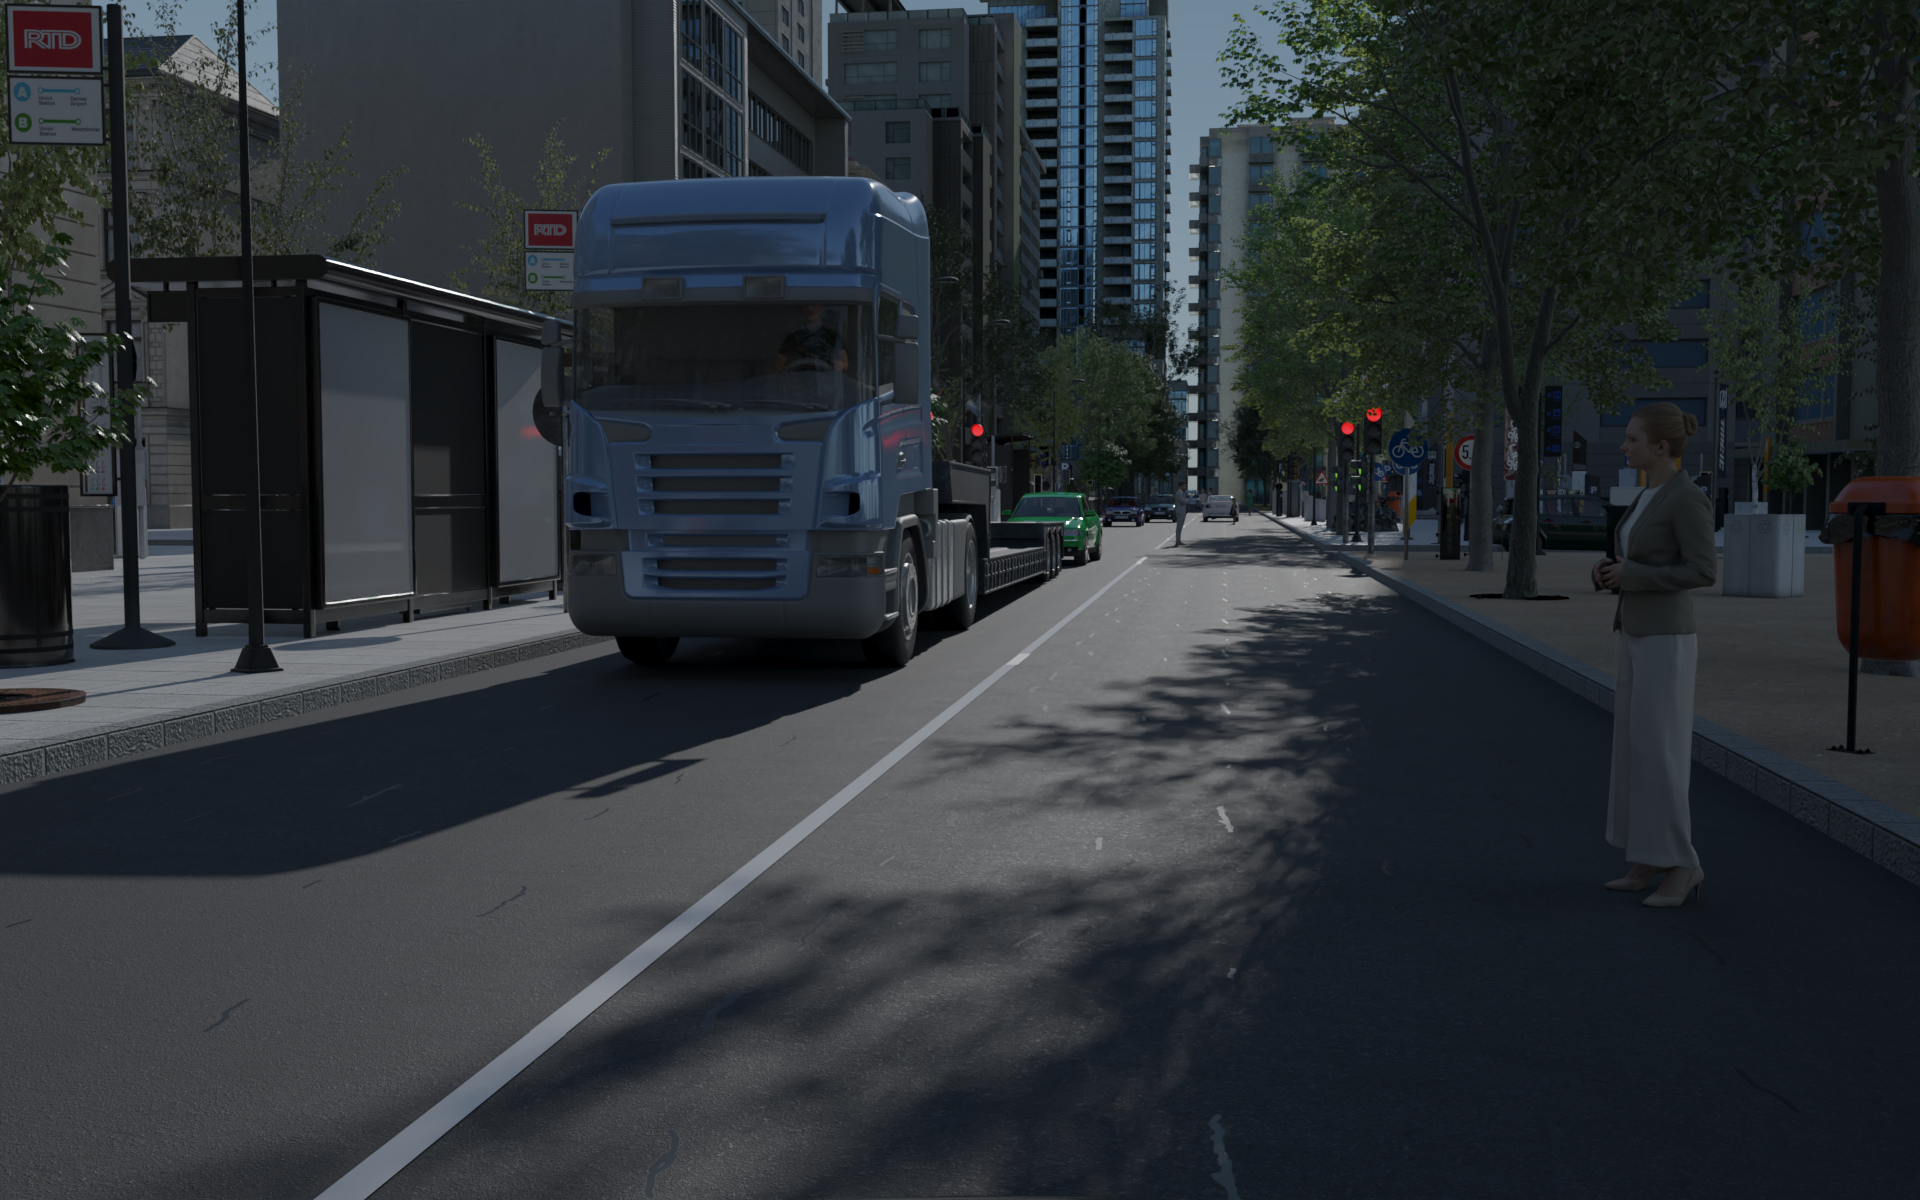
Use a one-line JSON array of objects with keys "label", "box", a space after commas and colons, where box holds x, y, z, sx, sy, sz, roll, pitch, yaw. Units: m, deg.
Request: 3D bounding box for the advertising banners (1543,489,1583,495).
[{"label": "advertising banners", "box": [18.320, -3.514, 53.646, 2.074, 3.025, 0.090, -1, 4, -9]}]

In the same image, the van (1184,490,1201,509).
[{"label": "van", "box": [22.131, -9.678, 165.246, 2.013, 2.044, 4.112, 0, 4, 7]}]

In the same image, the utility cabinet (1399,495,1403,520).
[{"label": "utility cabinet", "box": [21.675, -4.522, 85.093, 1.020, 1.237, 0.306, 0, 4, 3]}]

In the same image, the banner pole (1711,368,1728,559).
[{"label": "banner pole", "box": [15.136, -2.724, 34.550, 0.401, 3.779, 0.863, 3, 5, 43]}]

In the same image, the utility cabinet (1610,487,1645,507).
[{"label": "utility cabinet", "box": [20.415, -2.694, 52.733, 1.173, 1.500, 0.318, 1, 4, 15]}]

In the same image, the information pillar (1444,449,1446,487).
[{"label": "information pillar", "box": [25.245, -6.020, 89.788, 0.504, 3.616, 0.183, -3, 5, -44]}]

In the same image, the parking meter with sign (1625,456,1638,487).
[{"label": "parking meter with sign", "box": [26.982, -4.489, 69.652, 0.543, 3.016, 1.738, 1, 4, 22]}]

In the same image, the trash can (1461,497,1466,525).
[{"label": "trash can", "box": [20.867, -3.739, 72.782, 0.748, 1.137, 0.748, 0, 3, 0]}]

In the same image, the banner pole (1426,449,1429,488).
[{"label": "banner pole", "box": [23.189, -5.782, 84.551, 0.863, 3.779, 0.401, 1, 4, 13]}]

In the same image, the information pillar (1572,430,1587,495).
[{"label": "information pillar", "box": [22.468, -4.375, 62.883, 0.504, 3.616, 0.183, 1, 4, 23]}]

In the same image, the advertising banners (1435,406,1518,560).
[{"label": "advertising banners", "box": [10.217, -2.306, 33.897, 2.074, 3.025, 0.090, -1, 4, -21]}]

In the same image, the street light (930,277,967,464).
[{"label": "street light", "box": [-0.725, -3.960, 37.279, 1.470, 5.913, 1.316, 1, 4, 9]}]

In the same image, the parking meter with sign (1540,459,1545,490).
[{"label": "parking meter with sign", "box": [28.695, -5.501, 86.194, 0.543, 3.016, 1.738, 2, 4, 24]}]

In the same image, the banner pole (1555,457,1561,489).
[{"label": "banner pole", "box": [26.457, -5.298, 76.634, 0.401, 3.779, 0.863, 3, 4, 36]}]

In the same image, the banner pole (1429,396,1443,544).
[{"label": "banner pole", "box": [12.346, -3.333, 44.511, 0.401, 3.779, 0.863, 1, 4, 16]}]

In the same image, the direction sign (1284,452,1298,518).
[{"label": "direction sign", "box": [17.758, -6.217, 93.649, 0.379, 3.537, 0.876, -1, 4, -17]}]

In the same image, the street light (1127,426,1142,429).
[{"label": "street light", "box": [11.766, -8.954, 118.941, 1.470, 5.913, 1.316, 1, 4, 9]}]

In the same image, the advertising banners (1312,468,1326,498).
[{"label": "advertising banners", "box": [23.586, -7.194, 113.807, 0.090, 3.025, 2.074, -1, 4, -13]}]

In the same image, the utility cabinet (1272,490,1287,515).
[{"label": "utility cabinet", "box": [19.878, -6.011, 106.964, 1.173, 1.500, 0.318, 3, 5, 42]}]

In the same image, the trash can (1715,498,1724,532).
[{"label": "trash can", "box": [25.372, -2.864, 58.472, 0.748, 1.137, 0.748, 0, 3, 0]}]

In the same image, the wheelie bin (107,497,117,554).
[{"label": "wheelie bin", "box": [-18.297, -1.766, 36.784, 0.980, 1.594, 0.693, -1, 4, -10]}]

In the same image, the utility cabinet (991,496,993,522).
[{"label": "utility cabinet", "box": [0.447, -2.504, 52.101, 1.020, 1.237, 0.306, 1, 4, 19]}]

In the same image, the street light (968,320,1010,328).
[{"label": "street light", "box": [0.636, -4.515, 46.358, 1.470, 5.913, 1.316, 1, 4, 9]}]

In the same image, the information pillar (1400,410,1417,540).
[{"label": "information pillar", "box": [12.621, -3.501, 48.601, 0.504, 3.616, 0.183, -3, 4, -36]}]

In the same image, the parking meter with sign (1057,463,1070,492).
[{"label": "parking meter with sign", "box": [5.569, -6.063, 95.387, 0.543, 3.016, 1.738, 1, 4, 19]}]

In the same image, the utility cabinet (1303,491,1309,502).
[{"label": "utility cabinet", "box": [22.765, -6.447, 114.084, 0.318, 1.500, 1.173, 0, 4, 5]}]

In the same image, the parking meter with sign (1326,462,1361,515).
[{"label": "parking meter with sign", "box": [20.368, -5.825, 91.496, 1.738, 3.016, 0.543, 0, 4, -6]}]

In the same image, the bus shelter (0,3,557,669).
[{"label": "bus shelter", "box": [-6.328, -2.395, 16.788, 2.179, 5.291, 8.768, 1, 4, 9]}]

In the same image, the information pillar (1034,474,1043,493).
[{"label": "information pillar", "box": [2.885, -3.637, 63.955, 0.304, 2.012, 0.304, 0, 4, 6]}]

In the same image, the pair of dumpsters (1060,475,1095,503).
[{"label": "pair of dumpsters", "box": [5.833, -5.129, 86.345, 1.574, 2.255, 4.437, 1, 4, 9]}]

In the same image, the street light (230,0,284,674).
[{"label": "street light", "box": [-4.555, -2.430, 12.271, 1.470, 5.913, 1.316, 1, 4, 9]}]

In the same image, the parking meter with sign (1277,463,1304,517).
[{"label": "parking meter with sign", "box": [18.732, -6.176, 97.232, 1.738, 3.016, 0.543, 2, 4, 27]}]

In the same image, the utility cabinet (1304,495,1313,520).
[{"label": "utility cabinet", "box": [16.922, -4.454, 83.983, 0.306, 1.237, 1.020, 0, 4, 2]}]

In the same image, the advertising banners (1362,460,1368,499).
[{"label": "advertising banners", "box": [20.646, -5.632, 88.275, 0.090, 3.025, 2.074, 1, 4, 20]}]

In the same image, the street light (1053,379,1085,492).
[{"label": "street light", "box": [4.359, -5.985, 70.401, 1.470, 5.913, 1.316, 1, 4, 9]}]

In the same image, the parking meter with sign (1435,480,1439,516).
[{"label": "parking meter with sign", "box": [25.072, -5.858, 92.039, 0.543, 3.016, 1.738, -2, 4, -25]}]

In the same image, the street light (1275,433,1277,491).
[{"label": "street light", "box": [17.661, -7.508, 95.296, 1.470, 5.913, 1.316, 1, 4, 9]}]

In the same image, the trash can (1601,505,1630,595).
[{"label": "trash can", "box": [8.574, -0.641, 22.128, 0.748, 1.137, 0.748, 0, 3, 0]}]

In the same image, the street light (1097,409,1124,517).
[{"label": "street light", "box": [8.148, -7.483, 94.882, 1.470, 5.913, 1.316, 1, 4, 9]}]

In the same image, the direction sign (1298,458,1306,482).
[{"label": "direction sign", "box": [21.249, -7.132, 108.606, 0.876, 3.537, 0.379, 2, 4, 27]}]

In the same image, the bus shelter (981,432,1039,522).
[{"label": "bus shelter", "box": [1.963, -4.761, 69.130, 1.731, 3.624, 6.357, 1, 4, 9]}]

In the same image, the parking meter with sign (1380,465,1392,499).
[{"label": "parking meter with sign", "box": [25.727, -6.642, 104.854, 0.543, 3.016, 1.738, 0, 4, 6]}]

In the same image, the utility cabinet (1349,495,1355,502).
[{"label": "utility cabinet", "box": [17.444, -4.087, 77.988, 0.306, 1.237, 1.020, 2, 4, 33]}]

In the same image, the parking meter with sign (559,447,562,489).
[{"label": "parking meter with sign", "box": [-13.092, -3.519, 53.796, 0.543, 3.016, 1.738, 3, 5, 40]}]

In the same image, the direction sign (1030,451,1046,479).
[{"label": "direction sign", "box": [4.028, -6.008, 90.225, 0.876, 3.537, 0.379, -1, 4, -10]}]

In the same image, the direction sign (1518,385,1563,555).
[{"label": "direction sign", "box": [12.140, -2.711, 36.329, 0.876, 3.537, 0.379, 1, 4, 19]}]

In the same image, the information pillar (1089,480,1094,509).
[{"label": "information pillar", "box": [6.751, -5.196, 89.443, 0.304, 2.012, 0.304, 1, 4, 22]}]

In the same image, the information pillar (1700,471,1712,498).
[{"label": "information pillar", "box": [24.293, -3.178, 56.454, 0.304, 2.012, 0.304, 3, 5, 42]}]

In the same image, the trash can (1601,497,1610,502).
[{"label": "trash can", "box": [29.213, -4.051, 77.884, 0.748, 1.137, 0.748, 0, 3, 0]}]

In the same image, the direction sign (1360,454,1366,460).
[{"label": "direction sign", "box": [22.753, -6.500, 98.274, 0.379, 3.537, 0.876, -1, 4, -22]}]
